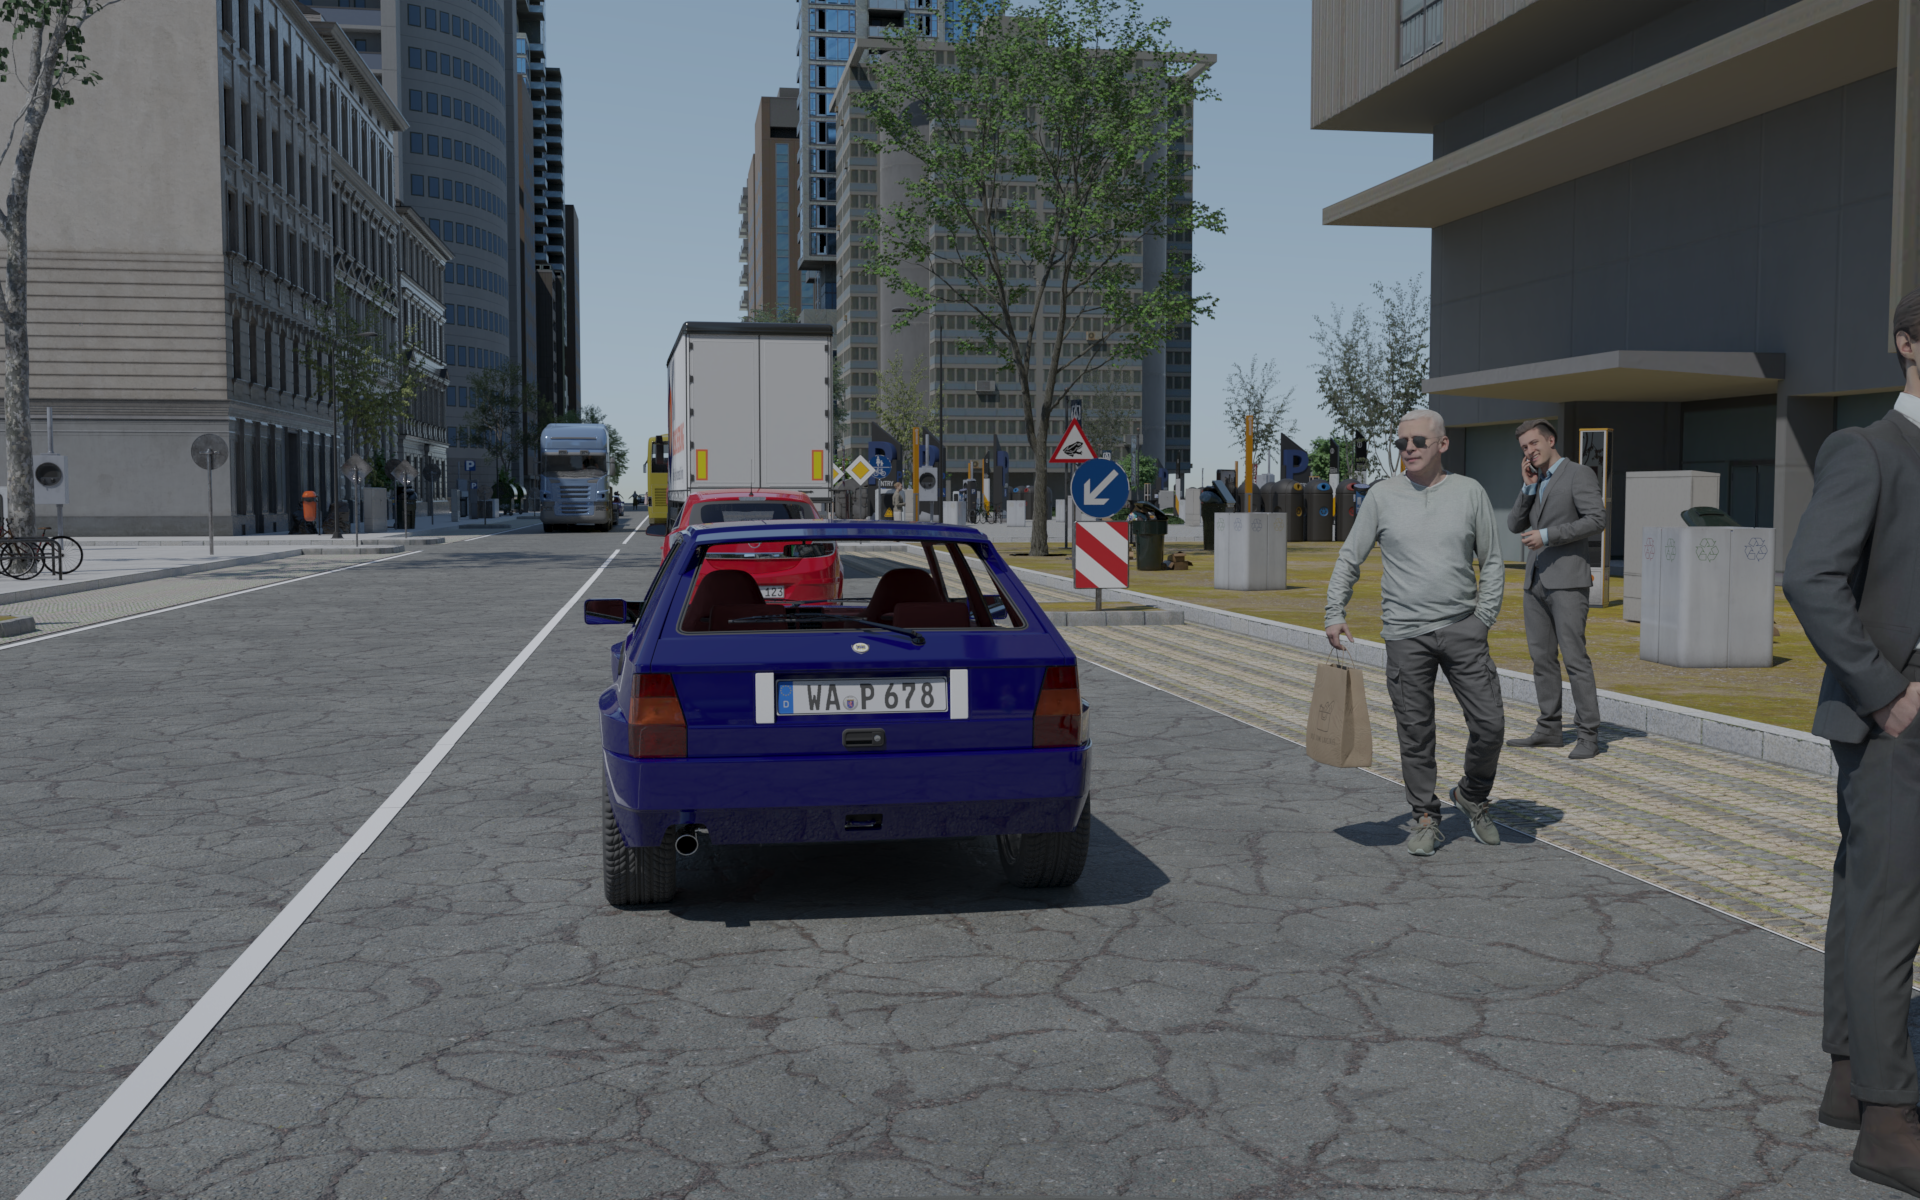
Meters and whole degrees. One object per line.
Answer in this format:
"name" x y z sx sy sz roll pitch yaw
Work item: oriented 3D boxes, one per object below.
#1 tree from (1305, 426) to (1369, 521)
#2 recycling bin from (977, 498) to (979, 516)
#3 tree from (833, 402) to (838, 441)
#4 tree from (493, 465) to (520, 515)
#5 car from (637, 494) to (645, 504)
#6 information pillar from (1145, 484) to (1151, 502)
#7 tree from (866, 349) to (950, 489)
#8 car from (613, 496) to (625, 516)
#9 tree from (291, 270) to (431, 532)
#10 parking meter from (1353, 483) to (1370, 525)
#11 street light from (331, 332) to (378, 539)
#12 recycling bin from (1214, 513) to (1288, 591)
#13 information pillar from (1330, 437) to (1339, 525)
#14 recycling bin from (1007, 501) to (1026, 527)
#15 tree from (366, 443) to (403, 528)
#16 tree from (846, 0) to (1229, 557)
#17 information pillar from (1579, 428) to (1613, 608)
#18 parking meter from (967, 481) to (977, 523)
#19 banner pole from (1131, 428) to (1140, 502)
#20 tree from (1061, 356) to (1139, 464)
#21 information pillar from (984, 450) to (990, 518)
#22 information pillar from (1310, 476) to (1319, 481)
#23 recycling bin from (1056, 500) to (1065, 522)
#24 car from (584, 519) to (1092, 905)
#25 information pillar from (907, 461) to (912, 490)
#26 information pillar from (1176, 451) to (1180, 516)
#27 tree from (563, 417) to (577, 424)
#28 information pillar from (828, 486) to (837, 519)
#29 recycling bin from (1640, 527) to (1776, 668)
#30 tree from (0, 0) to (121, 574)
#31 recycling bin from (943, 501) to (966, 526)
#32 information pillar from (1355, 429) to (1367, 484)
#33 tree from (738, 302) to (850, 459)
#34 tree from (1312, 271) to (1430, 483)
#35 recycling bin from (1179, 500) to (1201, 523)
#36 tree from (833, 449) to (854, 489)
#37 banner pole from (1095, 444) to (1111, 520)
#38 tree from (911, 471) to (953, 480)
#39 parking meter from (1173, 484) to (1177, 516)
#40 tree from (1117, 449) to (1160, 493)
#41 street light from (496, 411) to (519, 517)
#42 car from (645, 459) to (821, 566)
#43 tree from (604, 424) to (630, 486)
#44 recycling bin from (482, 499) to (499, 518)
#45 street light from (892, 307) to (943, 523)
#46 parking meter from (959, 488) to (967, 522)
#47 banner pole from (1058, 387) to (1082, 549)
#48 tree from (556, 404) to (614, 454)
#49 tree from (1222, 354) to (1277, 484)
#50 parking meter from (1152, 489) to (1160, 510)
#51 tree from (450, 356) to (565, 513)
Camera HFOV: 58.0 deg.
"tree" 18.140 -6.139 84.094 4.285 4.588 4.351 0 3 0
"recycling bin" 0.691 -5.566 103.556 0.722 1.027 0.722 2 4 33
"tree" -9.649 -9.448 104.843 4.360 8.622 3.978 0 3 0
"tree" -27.693 -6.736 104.742 1.663 3.219 1.824 0 3 0
"car" -44.029 -14.130 240.811 2.009 1.686 4.222 -1 4 -9
"information pillar" 13.026 -7.084 120.312 0.304 2.012 0.304 -3 5 -43
"tree" -2.736 -8.480 89.013 4.737 8.622 4.395 0 3 0
"car" -22.700 -6.092 112.184 1.945 1.354 3.894 -1 4 -9
"tree" -19.960 -6.579 57.927 4.737 8.622 4.395 0 3 0
"parking meter" 9.460 -1.982 40.811 0.372 1.533 0.369 0 3 0
"street light" -17.392 -4.724 49.778 1.470 5.913 1.316 -1 4 -10
"recycling bin" 3.904 -0.656 23.276 0.722 1.027 0.722 -2 4 -29
"information pillar" 15.427 -4.898 71.442 0.183 3.616 0.504 -2 4 -30
"recycling bin" 2.193 -3.363 67.542 0.722 1.027 0.722 0 4 2
"tree" -21.886 -4.339 65.551 1.663 3.219 1.824 0 3 0
"tree" 1.569 -6.702 35.341 9.928 11.665 9.643 0 3 0
"information pillar" 7.167 -0.922 19.565 0.304 2.012 0.304 2 4 32
"parking meter" 0.543 -4.381 77.341 0.399 1.863 0.255 -2 4 -31
"banner pole" 6.598 -4.594 65.124 0.401 3.779 0.863 2 4 31
"tree" 7.649 -8.639 91.613 4.360 8.622 3.978 0 3 0
"information pillar" 1.447 -6.232 93.249 0.183 3.616 0.504 -2 4 -29
"information pillar" 14.808 -4.155 72.426 0.304 2.012 0.304 -1 4 -15
"recycling bin" 4.827 -4.043 78.658 0.722 1.027 0.722 -2 4 -26
"car" -0.648 0.311 7.498 1.945 1.354 3.894 -1 4 -10
"information pillar" -3.464 -7.804 118.957 0.183 3.616 0.504 2 4 28
"information pillar" 11.858 -6.288 94.158 0.183 3.616 0.504 -1 4 -12
"tree" -37.815 -13.271 167.335 4.360 8.622 3.978 0 3 0
"information pillar" -5.681 -4.454 77.316 0.304 2.012 0.304 3 4 38
"recycling bin" 5.642 -0.033 13.095 0.722 1.027 0.722 0 4 -3
"tree" -16.542 -10.527 28.007 12.611 20.169 13.585 0 3 0
"recycling bin" -0.253 -2.919 60.278 0.722 1.027 0.722 2 4 26
"information pillar" 14.446 -4.352 62.506 0.504 3.616 0.183 -2 4 -26
"tree" -11.455 -12.710 114.463 9.857 13.997 8.962 0 3 0
"tree" 14.414 -6.576 57.887 4.360 8.622 3.978 0 3 0
"recycling bin" 10.152 -3.909 76.472 0.722 1.027 0.722 3 5 42
"tree" -4.840 -4.652 70.668 1.663 3.219 1.824 0 3 0
"banner pole" 7.191 -5.913 86.701 0.863 3.779 0.401 1 4 20
"tree" -1.431 -5.043 77.053 1.663 3.219 1.824 0 3 0
"parking meter" 12.602 -5.825 100.950 0.255 1.863 0.399 1 4 21
"tree" 12.764 -8.641 124.997 4.285 4.588 4.351 0 3 0
"street light" -25.345 -7.607 96.916 1.470 5.913 1.316 -1 4 -10
"car" -2.279 -0.580 18.521 2.155 1.783 4.494 -1 4 -9
"tree" -56.606 -22.039 278.462 7.486 12.596 7.792 0 3 0
"recycling bin" -24.967 -4.865 92.089 0.722 1.027 0.722 0 4 2
"street light" -1.010 -4.329 43.325 1.470 5.913 1.316 -1 4 -10
"parking meter" 0.135 -4.270 78.231 0.372 1.533 0.369 0 3 0
"banner pole" 2.617 -3.086 40.467 0.401 3.779 0.863 -2 4 -30
"tree" -43.337 -16.677 198.424 9.928 11.665 9.643 0 3 0
"tree" 15.687 -8.653 91.836 4.360 8.622 3.978 0 3 0
"parking meter" 9.244 -4.486 81.762 0.372 1.533 0.369 0 3 0
"tree" -30.210 -11.111 116.085 8.767 10.594 7.601 1 4 14
